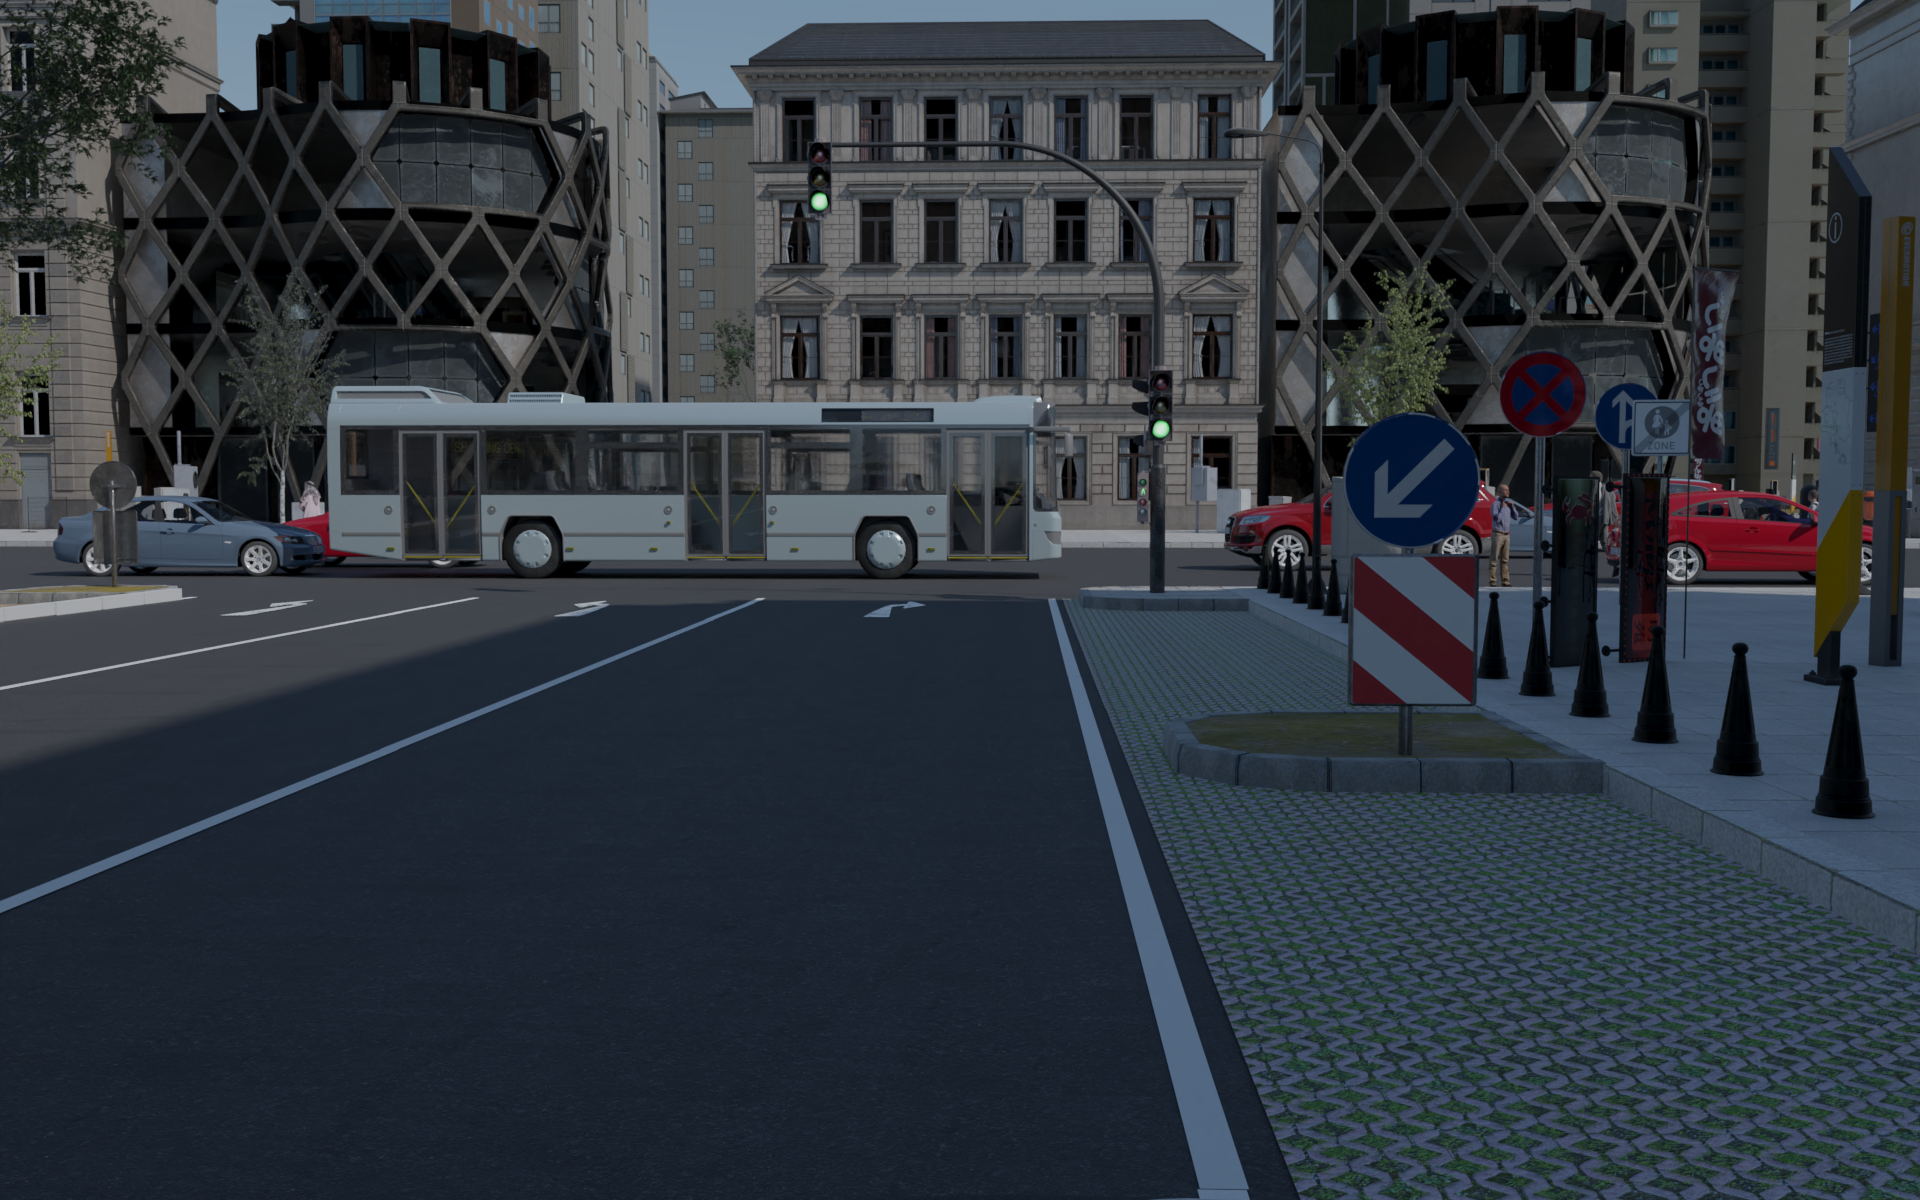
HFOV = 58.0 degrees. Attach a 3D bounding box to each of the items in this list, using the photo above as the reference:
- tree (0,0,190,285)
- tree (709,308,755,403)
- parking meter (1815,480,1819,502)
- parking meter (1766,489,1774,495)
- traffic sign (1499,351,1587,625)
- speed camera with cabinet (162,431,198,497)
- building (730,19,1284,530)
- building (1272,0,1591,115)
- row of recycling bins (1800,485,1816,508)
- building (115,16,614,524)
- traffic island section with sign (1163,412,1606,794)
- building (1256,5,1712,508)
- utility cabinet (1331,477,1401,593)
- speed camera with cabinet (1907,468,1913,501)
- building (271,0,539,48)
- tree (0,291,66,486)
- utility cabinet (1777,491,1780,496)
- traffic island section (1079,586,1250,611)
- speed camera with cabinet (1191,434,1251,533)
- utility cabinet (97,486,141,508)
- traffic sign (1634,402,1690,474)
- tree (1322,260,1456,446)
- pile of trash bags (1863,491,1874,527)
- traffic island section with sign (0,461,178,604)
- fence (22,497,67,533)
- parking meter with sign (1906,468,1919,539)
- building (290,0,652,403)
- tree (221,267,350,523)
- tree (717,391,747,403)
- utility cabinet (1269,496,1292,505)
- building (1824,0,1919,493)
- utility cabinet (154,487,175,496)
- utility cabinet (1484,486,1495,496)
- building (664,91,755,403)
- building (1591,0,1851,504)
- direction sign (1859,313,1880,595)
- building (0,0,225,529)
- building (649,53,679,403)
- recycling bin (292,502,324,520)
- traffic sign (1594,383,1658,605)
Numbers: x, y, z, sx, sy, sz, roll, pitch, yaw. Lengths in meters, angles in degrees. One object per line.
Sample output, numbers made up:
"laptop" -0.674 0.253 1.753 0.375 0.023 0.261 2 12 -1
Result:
"tree" -11.820 -4.943 17.686 8.767 10.594 7.601 0 4 2
"tree" -16.118 -18.147 152.591 12.611 20.169 13.585 0 3 0
"parking meter" 30.748 -3.431 61.809 0.255 1.863 0.399 -1 4 -21
"parking meter" 37.722 -4.421 80.700 0.372 1.533 0.369 0 3 0
"traffic sign" 5.204 -0.945 15.556 0.768 2.556 0.104 0 4 4
"speed camera with cabinet" -24.174 -3.632 53.718 0.660 3.252 2.038 -1 4 -10
"building" 1.774 -12.313 65.948 19.286 19.102 10.561 0 4 2
"building" 32.328 -42.081 126.269 20.563 71.187 20.611 0 4 2
"row of recycling bins" 38.136 -4.150 74.967 1.069 1.692 3.534 -3 5 -39
"building" -22.335 -12.381 69.888 16.811 18.784 16.820 0 4 2
"traffic island section with sign" 2.116 -0.035 9.200 1.989 1.847 2.006 0 4 2
"building" 20.063 -12.298 68.523 16.811 18.784 16.820 0 4 2
"utility cabinet" 5.348 -0.845 22.500 1.173 1.500 0.318 -2 4 -35
"speed camera with cabinet" 32.682 -4.004 59.801 0.660 3.252 2.038 2 4 33
"building" -38.390 -28.880 122.302 14.600 45.320 14.200 0 4 2
"tree" -29.012 -6.154 50.974 4.737 8.622 4.395 0 3 0
"utility cabinet" 47.626 -5.673 101.428 0.318 1.500 1.173 0 4 6
"traffic island section" 2.577 -0.015 22.524 2.009 0.180 2.903 0 4 2
"speed camera with cabinet" 8.551 -3.817 56.749 0.660 3.252 2.038 -3 5 -44
"utility cabinet" -24.206 -2.520 49.874 1.173 1.500 0.318 0 4 7
"traffic sign" 7.618 -1.024 18.873 0.606 2.300 0.079 1 4 10
"tree" 13.850 -6.408 55.140 4.737 8.622 4.395 0 3 0
"pile of trash bags" 30.339 -2.866 56.614 3.447 1.369 1.912 -3 5 -42
"traffic island section with sign" -11.679 -0.925 23.263 2.006 1.907 1.989 0 4 2
"fence" -31.000 -2.915 58.866 0.480 1.192 2.264 0 4 6
"parking meter with sign" 27.882 -3.282 49.924 0.543 3.016 1.738 -2 4 -25
"building" -43.327 -34.580 154.620 27.495 52.752 28.713 0 4 2
"tree" -22.263 -6.515 56.886 4.360 8.622 3.978 0 3 0
"tree" -16.309 -10.663 124.698 4.360 8.622 3.978 0 3 0
"utility cabinet" 9.569 -2.483 51.760 0.306 1.237 1.020 -1 4 -13
"building" 44.779 -14.433 64.854 19.941 23.489 11.050 0 4 2
"utility cabinet" -26.255 -2.998 57.694 0.318 1.500 1.173 1 4 22
"utility cabinet" 14.734 -2.485 49.304 0.318 1.500 1.173 -1 4 -21
"building" -24.130 -39.497 235.009 27.495 52.752 28.713 0 4 2
"building" 66.018 -32.454 154.328 21.600 48.544 21.300 0 4 2
"direction sign" 11.470 -1.836 22.020 0.379 3.537 0.876 0 4 -7
"building" -43.485 -16.554 67.917 25.104 27.353 12.463 0 4 2
"building" -52.099 -42.204 232.029 28.212 58.520 21.231 0 4 2
"recycling bin" -19.766 -2.445 52.536 0.722 1.027 0.722 0 4 6
"traffic sign" 7.667 -1.215 19.967 0.768 2.556 0.104 0 4 3
